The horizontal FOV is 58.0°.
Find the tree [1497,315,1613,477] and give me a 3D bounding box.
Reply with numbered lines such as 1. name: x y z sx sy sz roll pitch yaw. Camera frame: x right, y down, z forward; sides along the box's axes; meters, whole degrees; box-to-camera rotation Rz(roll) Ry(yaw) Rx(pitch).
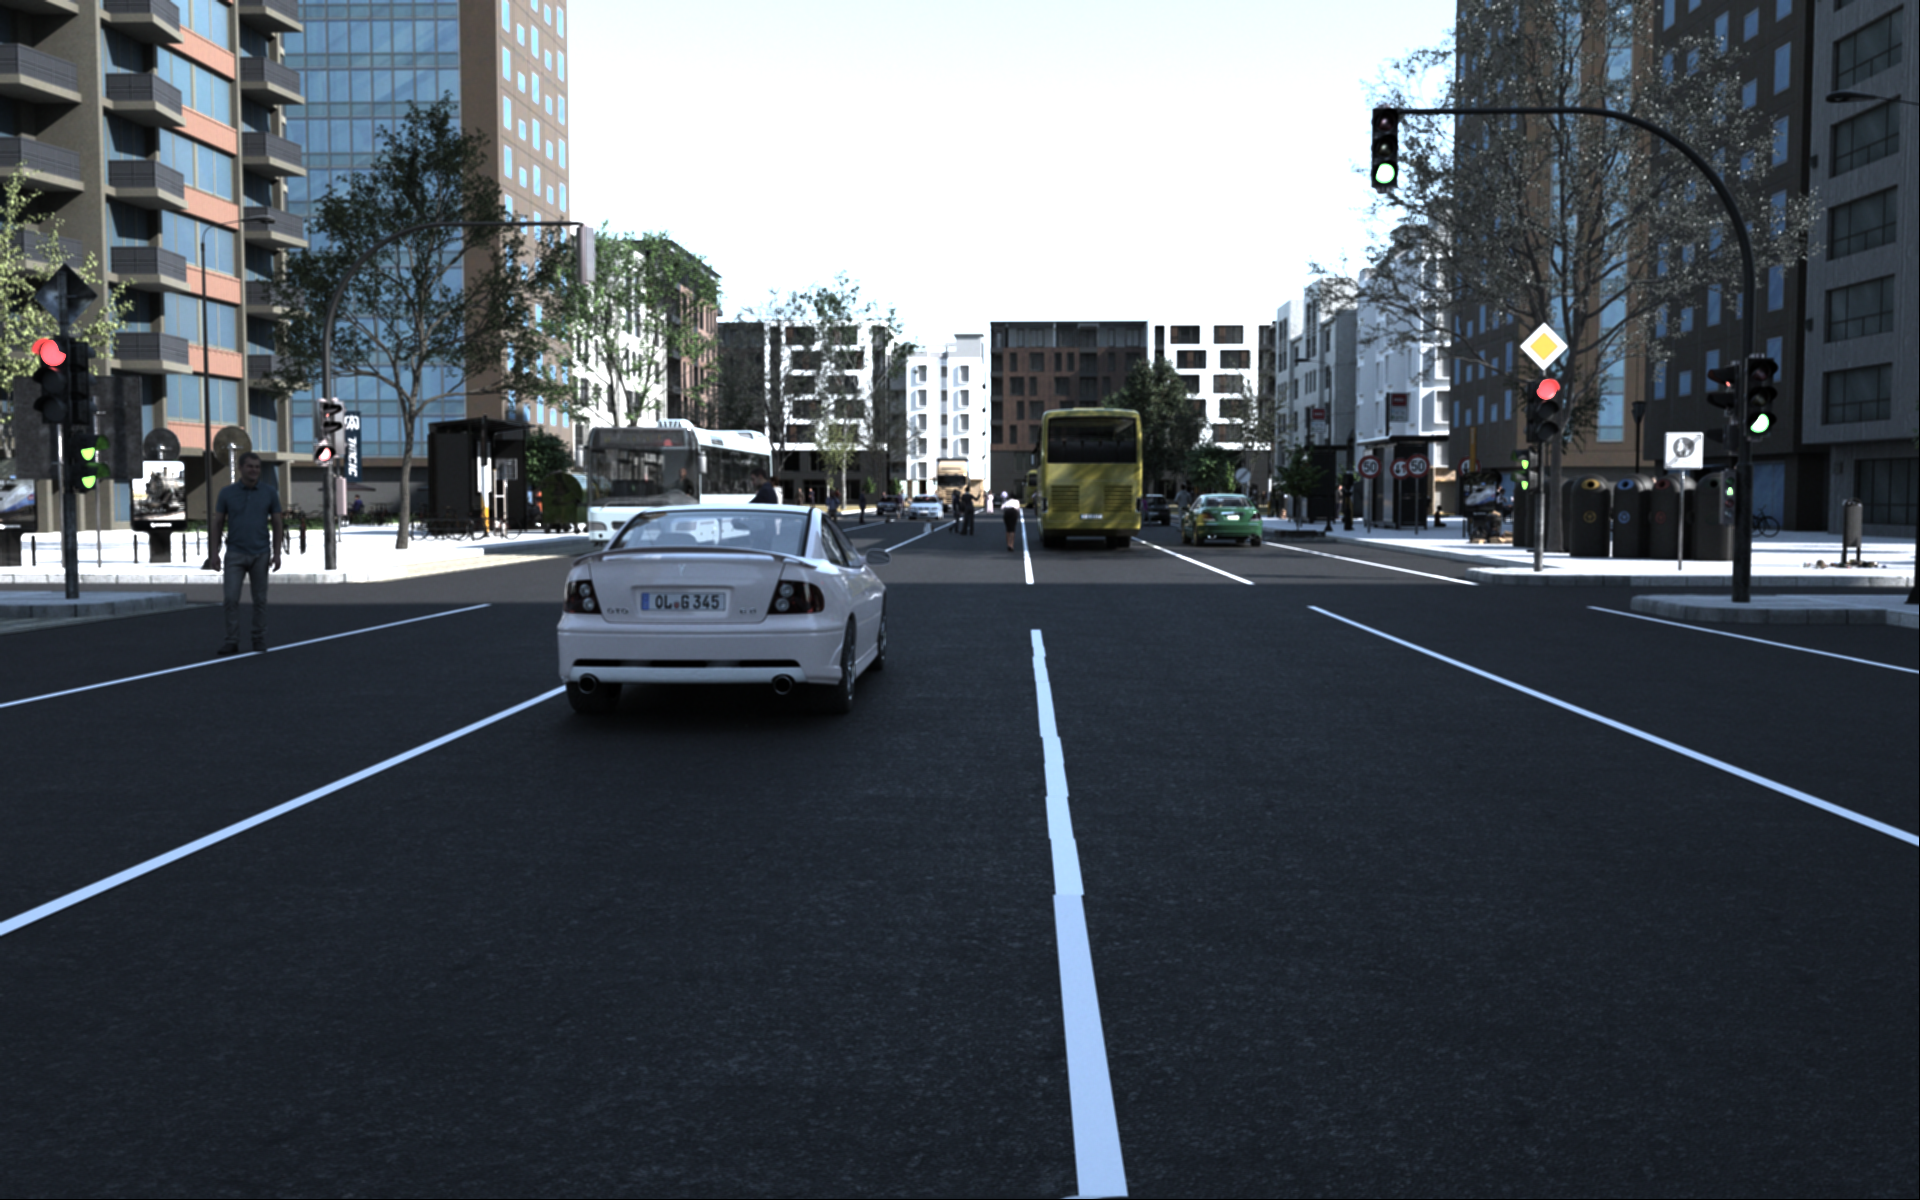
1. tree: 23.467 -7.216 68.345 4.360 8.622 3.978 0 3 0

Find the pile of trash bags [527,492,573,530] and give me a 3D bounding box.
1. pile of trash bags: -15.216 -3.268 63.191 1.912 1.369 3.447 -1 4 -18

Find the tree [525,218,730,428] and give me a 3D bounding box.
1. tree: -12.456 -8.480 64.409 9.928 11.665 9.643 0 3 0

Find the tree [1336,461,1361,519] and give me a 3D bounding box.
1. tree: 19.931 -5.760 88.771 1.663 3.219 1.824 0 3 0

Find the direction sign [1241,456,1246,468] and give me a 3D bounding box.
1. direction sign: 16.750 -6.754 102.428 0.379 3.537 0.876 2 4 24

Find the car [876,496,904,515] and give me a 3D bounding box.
1. car: -4.746 -6.467 118.320 1.945 1.354 3.894 0 4 2

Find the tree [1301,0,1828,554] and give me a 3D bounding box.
1. tree: 13.103 -7.787 37.692 12.009 13.543 11.850 0 3 0

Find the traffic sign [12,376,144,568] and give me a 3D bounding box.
1. traffic sign: -15.222 -2.204 29.912 2.265 3.308 0.079 0 4 3

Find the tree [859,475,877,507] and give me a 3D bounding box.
1. tree: -8.928 -10.727 169.984 1.663 3.219 1.824 0 3 0

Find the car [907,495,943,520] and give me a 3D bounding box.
1. car: -1.920 -5.226 97.440 2.014 1.417 4.499 0 4 2

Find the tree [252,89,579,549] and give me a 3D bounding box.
1. tree: -12.626 -6.445 39.793 7.601 10.594 8.767 1 4 12

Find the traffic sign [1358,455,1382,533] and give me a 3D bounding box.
1. traffic sign: 13.459 -3.475 56.929 0.768 2.556 0.104 0 4 5

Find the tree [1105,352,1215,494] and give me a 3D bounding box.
1. tree: 15.813 -13.649 140.163 9.611 12.733 9.660 0 3 0

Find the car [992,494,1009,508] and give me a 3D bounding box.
1. car: 3.753 -9.739 169.010 2.009 1.686 4.222 0 4 3

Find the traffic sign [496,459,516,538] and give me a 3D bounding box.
1. traffic sign: -13.112 -2.930 50.043 0.606 2.300 0.079 0 4 5

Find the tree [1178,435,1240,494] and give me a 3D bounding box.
1. tree: 13.944 -6.918 96.830 4.285 4.588 4.351 0 3 0

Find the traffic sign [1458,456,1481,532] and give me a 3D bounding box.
1. traffic sign: 17.058 -3.547 58.105 0.768 2.556 0.104 0 4 3

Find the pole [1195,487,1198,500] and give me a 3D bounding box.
1. pole: 13.639 -6.482 99.826 0.158 3.312 0.155 0 3 0

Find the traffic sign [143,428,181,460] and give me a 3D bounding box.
1. traffic sign: -15.415 -2.039 33.444 0.768 2.556 0.104 0 4 6

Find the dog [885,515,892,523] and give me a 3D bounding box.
1. dog: -3.516 -4.056 86.503 0.550 0.427 0.748 1 4 22

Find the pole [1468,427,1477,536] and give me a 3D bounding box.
1. pole: 15.566 -3.594 52.599 0.158 3.312 0.155 0 3 0

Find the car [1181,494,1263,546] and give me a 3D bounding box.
1. car: 7.353 -2.264 48.821 2.131 1.459 4.920 0 4 1

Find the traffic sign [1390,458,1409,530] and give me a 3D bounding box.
1. traffic sign: 15.535 -3.731 61.110 0.768 2.556 0.104 0 4 2

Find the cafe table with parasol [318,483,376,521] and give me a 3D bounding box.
1. cafe table with parasol: -29.633 -4.823 83.726 2.610 1.966 2.610 0 4 -2

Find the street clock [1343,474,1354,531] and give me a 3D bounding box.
1. street clock: 13.658 -3.450 60.975 0.358 2.002 0.471 -1 4 -11

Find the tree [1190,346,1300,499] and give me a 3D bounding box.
1. tree: 14.688 -8.370 87.207 4.360 8.622 3.978 0 3 0

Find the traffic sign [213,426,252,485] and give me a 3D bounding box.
1. traffic sign: -13.612 -1.975 32.404 0.768 2.556 0.104 0 4 6

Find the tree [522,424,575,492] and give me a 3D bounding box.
1. tree: -19.110 -5.845 79.276 4.285 4.588 4.351 0 3 0

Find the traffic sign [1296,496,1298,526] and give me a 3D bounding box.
1. traffic sign: 13.461 -4.096 69.103 0.606 2.300 0.079 0 4 3

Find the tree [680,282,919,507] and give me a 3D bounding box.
1. tree: -10.477 -11.575 99.614 12.009 13.543 11.850 0 3 0

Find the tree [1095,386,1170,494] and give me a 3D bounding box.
1. tree: 16.849 -15.235 174.851 9.928 11.665 9.643 0 3 0

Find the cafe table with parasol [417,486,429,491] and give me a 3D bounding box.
1. cafe table with parasol: -24.827 -4.821 83.693 2.610 1.966 2.610 0 4 -2

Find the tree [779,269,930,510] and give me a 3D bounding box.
1. tree: -8.847 -17.597 143.608 12.611 20.169 13.585 0 3 0

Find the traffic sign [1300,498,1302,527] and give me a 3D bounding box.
1. traffic sign: 13.247 -4.104 67.204 0.768 2.556 0.104 0 4 3

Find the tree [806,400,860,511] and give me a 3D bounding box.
1. tree: -9.935 -11.181 133.170 4.737 8.622 4.395 0 3 0

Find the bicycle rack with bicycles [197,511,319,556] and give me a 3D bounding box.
1. bicycle rack with bicycles: -15.049 -1.455 37.168 2.852 0.926 2.925 -1 4 -11

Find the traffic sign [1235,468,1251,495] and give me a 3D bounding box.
1. traffic sign: 13.638 -5.103 83.541 0.768 2.556 0.104 0 4 5

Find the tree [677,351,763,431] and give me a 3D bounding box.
1. tree: -12.015 -8.437 88.304 4.360 8.622 3.978 0 3 0

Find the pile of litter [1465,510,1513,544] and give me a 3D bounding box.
1. pile of litter: 13.969 -1.894 44.936 1.719 0.858 1.176 1 4 11

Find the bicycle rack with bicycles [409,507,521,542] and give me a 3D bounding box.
1. bicycle rack with bicycles: -13.904 -2.094 47.616 2.925 0.926 2.852 1 4 11

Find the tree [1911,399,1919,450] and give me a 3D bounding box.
1. tree: 22.500 -3.275 37.257 4.285 4.588 4.351 0 3 0

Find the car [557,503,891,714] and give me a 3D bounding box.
1. car: -1.584 -0.022 12.715 2.083 1.381 4.827 0 4 2

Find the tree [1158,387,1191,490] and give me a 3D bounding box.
1. tree: 14.811 -9.993 113.755 4.360 8.622 3.978 0 3 0

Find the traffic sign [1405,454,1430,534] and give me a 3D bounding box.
1. traffic sign: 14.509 -3.356 54.972 0.768 2.556 0.104 0 4 6

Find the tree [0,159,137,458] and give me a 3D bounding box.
1. tree: -20.702 -5.361 38.011 4.737 8.622 4.395 0 3 0

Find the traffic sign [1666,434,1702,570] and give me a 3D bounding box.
1. traffic sign: 12.078 -1.643 28.989 0.606 2.300 0.079 0 4 6

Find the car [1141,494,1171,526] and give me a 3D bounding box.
1. car: 8.797 -4.311 80.263 2.009 1.686 4.222 0 4 3

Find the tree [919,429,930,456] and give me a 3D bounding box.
1. tree: -8.324 -16.284 176.612 12.009 13.543 11.850 0 3 0

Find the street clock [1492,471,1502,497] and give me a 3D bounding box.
1. street clock: 16.856 -3.065 54.685 0.471 2.002 0.358 1 4 12

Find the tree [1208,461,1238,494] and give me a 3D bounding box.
1. tree: 14.215 -5.938 91.681 1.663 3.219 1.824 0 3 0
